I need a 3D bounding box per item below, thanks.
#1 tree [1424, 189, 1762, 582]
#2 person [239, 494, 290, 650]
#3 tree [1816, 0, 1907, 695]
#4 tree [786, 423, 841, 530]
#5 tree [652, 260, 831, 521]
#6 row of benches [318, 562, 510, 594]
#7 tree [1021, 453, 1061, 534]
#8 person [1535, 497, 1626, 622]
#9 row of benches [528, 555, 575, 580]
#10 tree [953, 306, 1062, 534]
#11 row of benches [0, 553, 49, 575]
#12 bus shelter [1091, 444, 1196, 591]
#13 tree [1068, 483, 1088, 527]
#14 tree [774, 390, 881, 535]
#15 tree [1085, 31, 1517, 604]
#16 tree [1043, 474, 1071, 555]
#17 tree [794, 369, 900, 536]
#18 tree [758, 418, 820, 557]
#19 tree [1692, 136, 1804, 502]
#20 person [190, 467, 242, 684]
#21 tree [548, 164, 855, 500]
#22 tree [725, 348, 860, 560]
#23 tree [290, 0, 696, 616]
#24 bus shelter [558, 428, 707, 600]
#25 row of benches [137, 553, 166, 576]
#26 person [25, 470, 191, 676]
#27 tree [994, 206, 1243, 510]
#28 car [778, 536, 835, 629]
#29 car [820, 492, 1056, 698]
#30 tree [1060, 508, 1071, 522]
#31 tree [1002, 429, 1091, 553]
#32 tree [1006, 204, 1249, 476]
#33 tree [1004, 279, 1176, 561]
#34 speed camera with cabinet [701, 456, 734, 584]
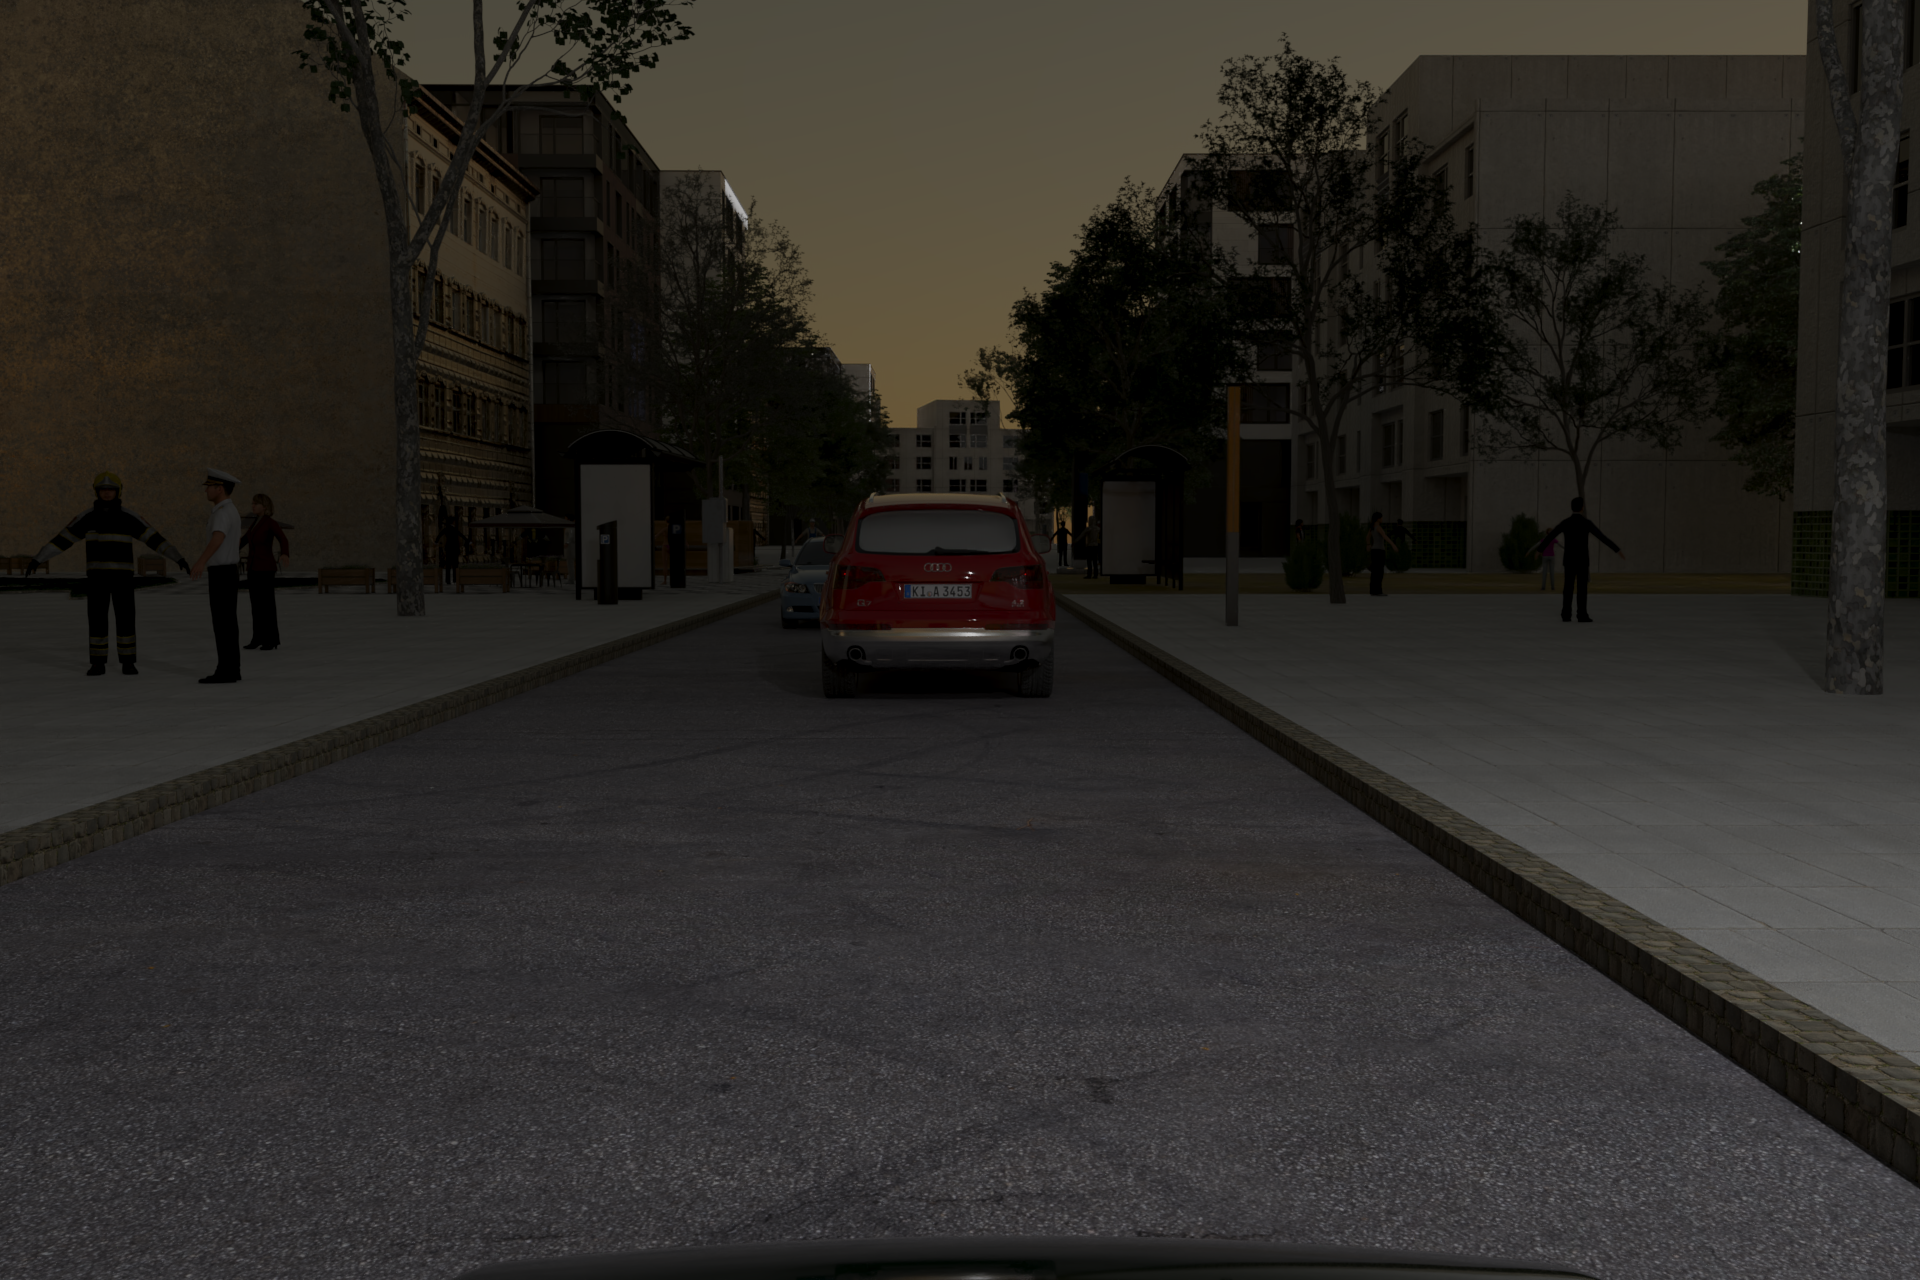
[{"bbox_3d":[16.742,-6.834,46.156,8.767,10.594,7.601,1,4,10],"label":"tree"},{"bbox_3d":[-7.782,-0.755,19.146,1.215,1.729,0.721,2,4,35],"label":"person"},{"bbox_3d":[8.655,-9.609,12.997,12.611,20.169,13.585,0,3,0],"label":"tree"},{"bbox_3d":[-8.748,-9.246,101.539,4.737,8.622,4.395,0,3,0],"label":"tree"},{"bbox_3d":[-9.354,-9.419,72.125,7.486,12.596,7.792,0,3,0],"label":"tree"},{"bbox_3d":[-11.742,-1.355,37.621,4.104,0.672,1.422,0,4,-7],"label":"row of benches"},{"bbox_3d":[5.571,-10.601,123.687,4.360,8.622,3.978,0,3,0],"label":"tree"},{"bbox_3d":[9.005,-1.176,25.270,1.345,1.823,0.704,3,5,42],"label":"person"},{"bbox_3d":[-10.835,-2.026,48.588,4.104,0.672,1.422,3,5,45],"label":"row of benches"},{"bbox_3d":[5.736,-17.348,139.531,12.611,20.169,13.585,0,3,0],"label":"tree"},{"bbox_3d":[-30.136,-2.337,53.668,1.422,0.672,4.104,1,4,18],"label":"row of benches"},{"bbox_3d":[4.336,-2.924,41.725,2.014,3.302,5.546,0,4,1],"label":"bus shelter"},{"bbox_3d":[6.120,-8.688,92.405,4.360,8.622,3.978,0,3,0],"label":"tree"},{"bbox_3d":[-8.843,-11.720,117.376,9.928,11.665,9.643,0,3,0],"label":"tree"},{"bbox_3d":[6.825,-5.970,32.017,8.767,10.594,7.601,-2,4,-32],"label":"tree"},{"bbox_3d":[5.967,-9.401,104.069,4.360,8.622,3.978,0,3,0],"label":"tree"},{"bbox_3d":[-9.207,-13.796,132.228,9.857,13.997,8.962,0,3,0],"label":"tree"},{"bbox_3d":[-9.309,-8.890,95.706,4.737,8.622,4.395,0,3,0],"label":"tree"},{"bbox_3d":[26.371,-8.795,50.457,9.857,13.997,8.962,0,3,0],"label":"tree"},{"bbox_3d":[-6.409,-0.563,14.996,0.704,1.855,1.343,-1,4,-13],"label":"person"},{"bbox_3d":[-8.624,-9.071,58.677,12.009,13.543,11.850,0,3,0],"label":"tree"},{"bbox_3d":[-8.480,-9.271,85.996,7.601,10.594,8.767,-1,4,-15],"label":"tree"},{"bbox_3d":[-7.484,-10.388,25.736,12.611,20.169,13.585,0,3,0],"label":"tree"},{"bbox_3d":[-6.682,-2.575,36.021,2.014,3.302,5.546,0,4,1],"label":"bus shelter"},{"bbox_3d":[-25.132,-2.346,53.822,1.422,0.672,4.104,-2,4,-27],"label":"row of benches"},{"bbox_3d":[-7.731,-0.611,15.755,1.351,1.858,0.704,-1,4,-23],"label":"person"},{"bbox_3d":[6.390,-9.844,67.607,9.857,13.997,8.962,0,3,0],"label":"tree"},{"bbox_3d":[-1.853,-0.962,27.728,2.014,1.417,4.499,0,4,-1],"label":"car"},{"bbox_3d":[-0.217,-0.490,16.684,2.281,1.827,5.304,0,4,-1],"label":"car"},{"bbox_3d":[15.286,-17.293,233.101,4.737,8.622,4.395,0,3,0],"label":"tree"},{"bbox_3d":[6.332,-11.123,116.270,7.601,10.594,8.767,0,4,-6],"label":"tree"},{"bbox_3d":[4.725,-7.040,49.514,7.601,10.594,8.767,1,4,11],"label":"tree"},{"bbox_3d":[6.713,-10.784,82.981,9.857,13.997,8.962,0,3,0],"label":"tree"},{"bbox_3d":[-6.284,-3.091,44.880,0.660,3.252,2.038,0,4,-1],"label":"speed camera with cabinet"}]
